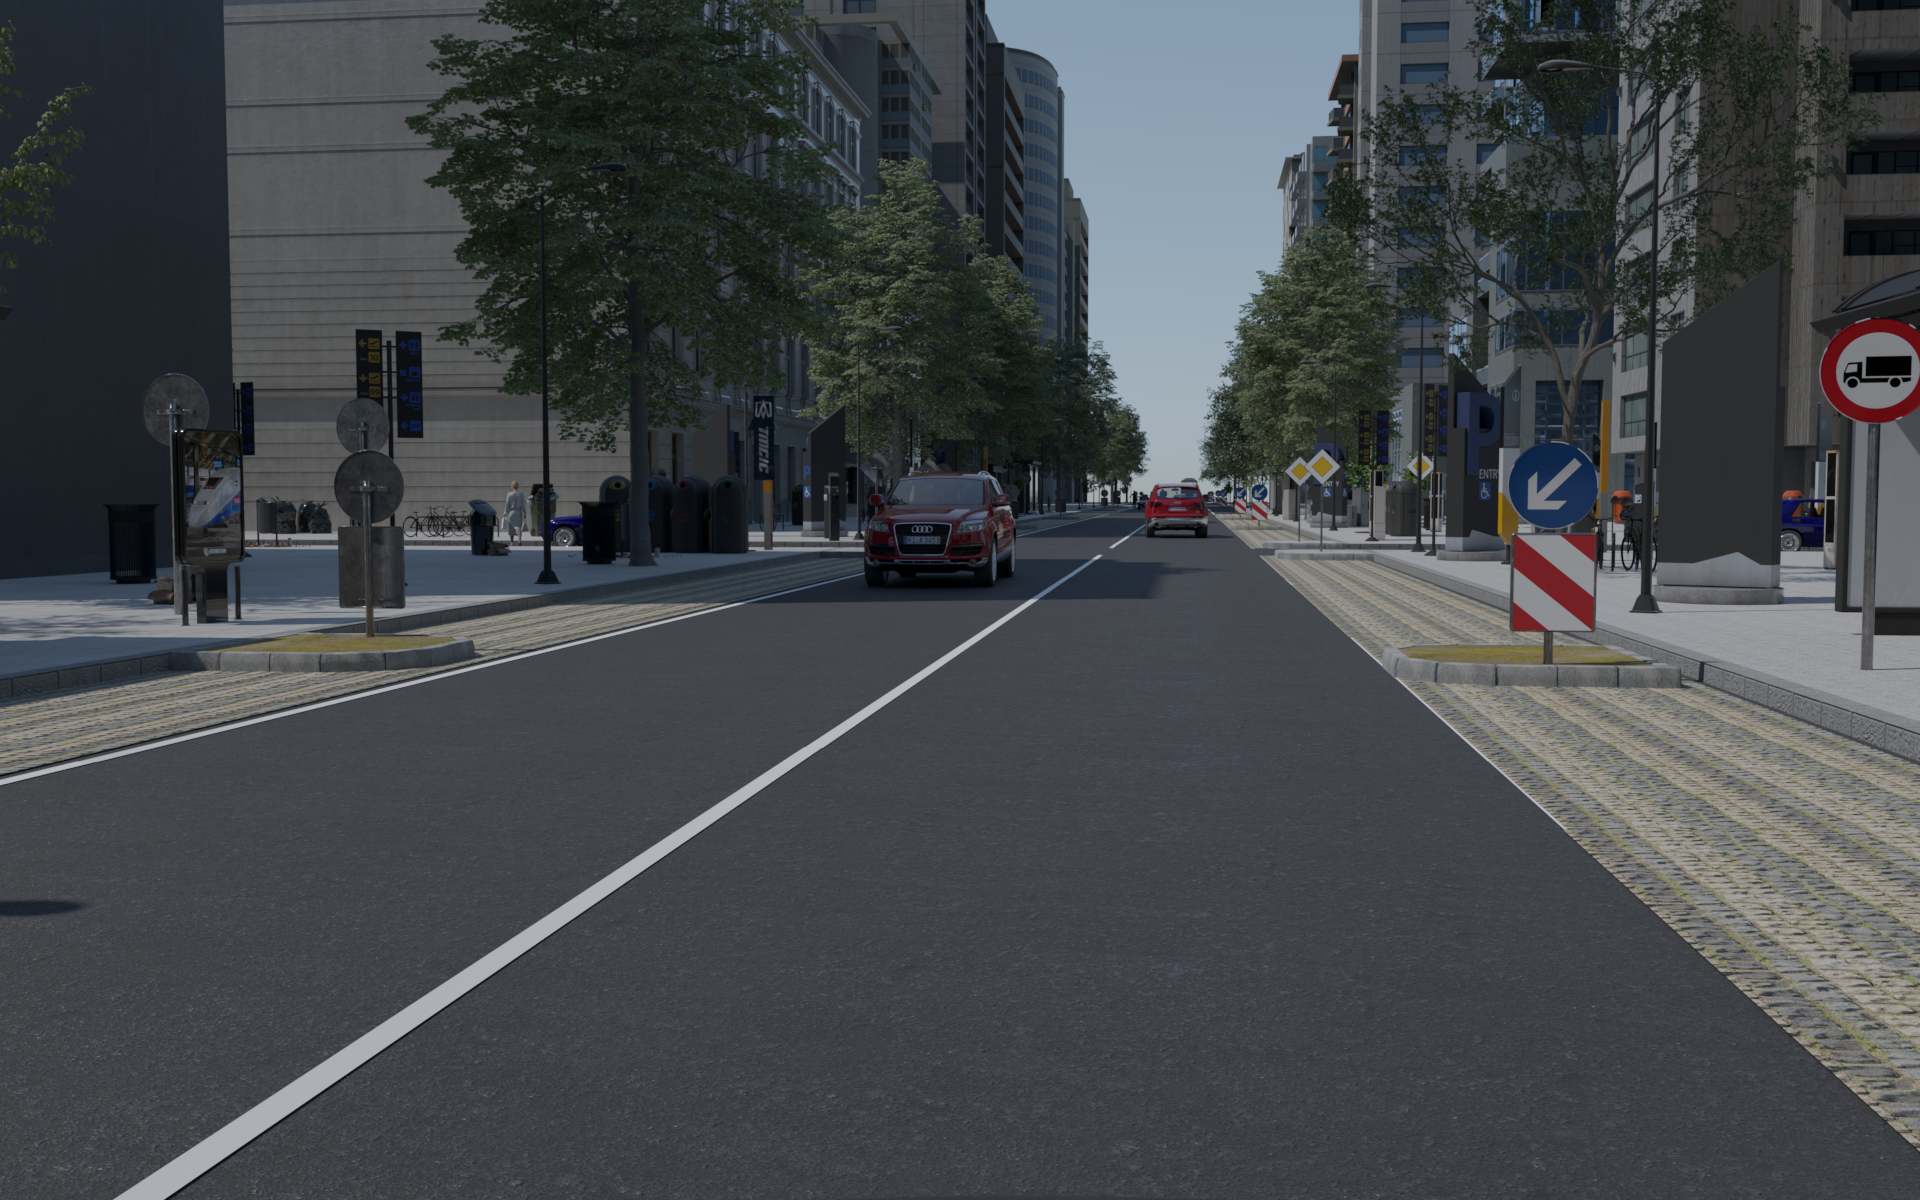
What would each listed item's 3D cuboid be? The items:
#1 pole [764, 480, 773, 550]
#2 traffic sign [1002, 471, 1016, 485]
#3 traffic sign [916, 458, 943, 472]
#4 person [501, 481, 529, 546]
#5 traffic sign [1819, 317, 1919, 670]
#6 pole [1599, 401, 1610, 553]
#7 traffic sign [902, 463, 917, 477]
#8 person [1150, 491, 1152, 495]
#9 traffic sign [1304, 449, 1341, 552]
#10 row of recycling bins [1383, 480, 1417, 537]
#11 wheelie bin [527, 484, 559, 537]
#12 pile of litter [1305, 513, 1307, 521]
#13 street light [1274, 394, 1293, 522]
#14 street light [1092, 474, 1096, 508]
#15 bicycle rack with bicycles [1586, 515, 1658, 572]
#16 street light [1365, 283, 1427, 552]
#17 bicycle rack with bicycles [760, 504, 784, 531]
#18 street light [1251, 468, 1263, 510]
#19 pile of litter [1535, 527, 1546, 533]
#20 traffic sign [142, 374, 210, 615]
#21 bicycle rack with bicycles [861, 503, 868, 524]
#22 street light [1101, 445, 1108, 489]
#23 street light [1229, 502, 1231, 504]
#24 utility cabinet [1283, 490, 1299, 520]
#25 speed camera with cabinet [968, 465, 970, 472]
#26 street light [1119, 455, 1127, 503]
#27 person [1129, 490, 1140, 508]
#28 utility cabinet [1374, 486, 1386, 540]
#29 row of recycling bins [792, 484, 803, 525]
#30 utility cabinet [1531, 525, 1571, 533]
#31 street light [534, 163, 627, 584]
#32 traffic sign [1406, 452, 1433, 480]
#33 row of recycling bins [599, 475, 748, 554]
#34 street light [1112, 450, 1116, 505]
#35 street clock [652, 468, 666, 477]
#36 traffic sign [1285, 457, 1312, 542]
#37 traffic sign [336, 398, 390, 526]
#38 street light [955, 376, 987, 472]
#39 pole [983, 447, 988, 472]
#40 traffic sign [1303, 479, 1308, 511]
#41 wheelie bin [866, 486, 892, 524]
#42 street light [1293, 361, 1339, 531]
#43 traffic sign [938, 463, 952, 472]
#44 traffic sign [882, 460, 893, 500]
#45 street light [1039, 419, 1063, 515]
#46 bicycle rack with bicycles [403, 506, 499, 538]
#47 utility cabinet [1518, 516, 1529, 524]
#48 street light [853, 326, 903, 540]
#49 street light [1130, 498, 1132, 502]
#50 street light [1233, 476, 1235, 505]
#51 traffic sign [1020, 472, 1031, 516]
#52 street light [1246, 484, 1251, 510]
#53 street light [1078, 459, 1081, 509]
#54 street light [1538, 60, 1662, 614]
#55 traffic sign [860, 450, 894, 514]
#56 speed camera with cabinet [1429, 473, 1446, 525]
[{"bbox_3d":[-4.384,-2.796,39.561,0.158,3.312,0.155,0,3,0],"label":"pole"},{"bbox_3d":[2.651,-5.740,93.959,0.768,2.556,0.104,1,4,16],"label":"traffic sign"},{"bbox_3d":[-0.861,-2.697,47.736,0.795,2.450,0.064,0,4,8],"label":"traffic sign"},{"bbox_3d":[-11.600,-2.215,45.076,0.694,1.780,0.624,-1,4,-10],"label":"person"},{"bbox_3d":[6.617,-0.762,12.562,0.768,2.556,0.104,1,4,16],"label":"traffic sign"},{"bbox_3d":[14.090,-2.693,37.877,0.158,3.312,0.155,0,3,0],"label":"pole"},{"bbox_3d":[-2.107,-4.369,71.547,0.768,2.556,0.104,1,4,13],"label":"traffic sign"},{"bbox_3d":[29.873,-16.041,270.398,0.705,1.869,1.348,2,4,24],"label":"person"},{"bbox_3d":[8.036,-2.131,38.477,0.795,2.450,0.064,0,4,8],"label":"traffic sign"},{"bbox_3d":[13.683,-2.847,53.669,1.069,1.692,3.534,0,4,7],"label":"row of recycling bins"},{"bbox_3d":[-12.556,-2.717,52.330,0.980,1.594,0.693,-3,4,-36],"label":"wheelie bin"},{"bbox_3d":[16.970,-4.180,82.315,1.176,0.858,1.719,2,4,33],"label":"pile of litter"},{"bbox_3d":[15.011,-6.571,79.977,1.470,5.913,1.316,0,4,8],"label":"street light"},{"bbox_3d":[10.475,-10.491,144.070,1.470,5.913,1.316,0,4,8],"label":"street light"},{"bbox_3d":[11.758,-0.958,29.041,2.852,0.926,2.925,1,4,22],"label":"bicycle rack with bicycles"},{"bbox_3d":[9.608,-4.017,38.219,1.470,5.913,1.316,0,4,8],"label":"street light"},{"bbox_3d":[-7.355,-2.872,60.346,2.852,0.926,2.925,0,4,6],"label":"bicycle rack with bicycles"},{"bbox_3d":[17.664,-7.769,99.557,1.470,5.913,1.316,0,4,8],"label":"street light"},{"bbox_3d":[15.698,-1.960,46.009,1.176,0.858,1.719,1,4,16],"label":"pile of litter"},{"bbox_3d":[-8.307,-1.115,18.338,0.768,2.556,0.104,0,4,8],"label":"traffic sign"},{"bbox_3d":[-2.902,-3.724,74.273,2.852,0.926,2.925,-1,4,-16],"label":"bicycle rack with bicycles"},{"bbox_3d":[13.191,-11.688,163.641,1.470,5.913,1.316,0,4,8],"label":"street light"},{"bbox_3d":[25.363,-11.251,156.495,1.470,5.913,1.316,0,4,8],"label":"street light"},{"bbox_3d":[16.185,-4.649,84.693,0.318,1.500,1.173,3,4,36],"label":"utility cabinet"},{"bbox_3d":[0.203,-7.585,118.357,0.660,3.252,2.038,-1,4,-20],"label":"speed camera with cabinet"},{"bbox_3d":[18.794,-14.282,206.053,1.470,5.913,1.316,0,4,8],"label":"street light"},{"bbox_3d":[18.062,-10.456,179.425,1.348,1.831,0.705,2,4,32],"label":"person"},{"bbox_3d":[11.714,-2.422,48.277,0.318,1.500,1.173,1,4,13],"label":"utility cabinet"},{"bbox_3d":[-6.065,-3.887,70.671,1.069,1.692,3.534,-1,4,-19],"label":"row of recycling bins"},{"bbox_3d":[16.281,-2.236,47.718,1.020,1.237,0.306,1,4,23],"label":"utility cabinet"},{"bbox_3d":[-5.357,-3.178,24.496,1.470,5.913,1.316,0,4,8],"label":"street light"},{"bbox_3d":[12.561,-2.815,47.216,0.795,2.450,0.064,1,4,12],"label":"traffic sign"},{"bbox_3d":[-6.285,-1.886,37.947,3.534,1.692,1.069,1,4,17],"label":"row of recycling bins"},{"bbox_3d":[15.828,-12.908,183.589,1.470,5.913,1.316,0,4,8],"label":"street light"},{"bbox_3d":[-8.333,-2.655,47.984,0.358,2.002,0.471,-2,4,-33],"label":"street clock"},{"bbox_3d":[9.093,-2.615,46.392,0.795,2.450,0.064,0,4,8],"label":"traffic sign"},{"bbox_3d":[-7.937,-1.401,23.015,0.768,2.556,0.104,1,4,11],"label":"traffic sign"},{"bbox_3d":[0.379,-5.860,68.344,1.470,5.913,1.316,0,4,8],"label":"street light"},{"bbox_3d":[1.101,-4.945,74.687,0.158,3.312,0.155,0,3,0],"label":"pole"},{"bbox_3d":[18.432,-5.642,92.349,0.768,2.556,0.104,1,4,13],"label":"traffic sign"},{"bbox_3d":[-3.401,-3.838,70.665,0.980,1.594,0.693,2,4,24],"label":"wheelie bin"},{"bbox_3d":[12.512,-5.372,60.378,1.470,5.913,1.316,0,4,8],"label":"street light"},{"bbox_3d":[-0.711,-4.402,72.077,0.768,2.556,0.104,1,4,13],"label":"traffic sign"},{"bbox_3d":[-2.722,-3.885,63.633,0.768,2.556,0.104,1,4,10],"label":"traffic sign"},{"bbox_3d":[5.657,-8.263,107.645,1.470,5.913,1.316,0,4,8],"label":"street light"},{"bbox_3d":[-15.267,-2.354,51.870,2.925,0.926,2.852,-3,5,-41],"label":"bicycle rack with bicycles"},{"bbox_3d":[23.697,-3.922,72.797,1.173,1.500,0.318,-1,4,-22],"label":"utility cabinet"},{"bbox_3d":[-2.282,-4.627,48.186,1.470,5.913,1.316,0,4,8],"label":"street light"},{"bbox_3d":[21.415,-15.480,225.636,1.470,5.913,1.316,0,4,8],"label":"street light"},{"bbox_3d":[22.520,-10.043,136.750,1.470,5.913,1.316,0,4,8],"label":"street light"},{"bbox_3d":[3.713,-6.078,99.483,0.768,2.556,0.104,1,4,12],"label":"traffic sign"},{"bbox_3d":[20.385,-9.004,119.760,1.470,5.913,1.316,0,4,8],"label":"street light"},{"bbox_3d":[7.862,-9.271,124.126,1.470,5.913,1.316,0,4,8],"label":"street light"},{"bbox_3d":[6.888,-2.820,18.649,1.470,5.913,1.316,0,4,8],"label":"street light"},{"bbox_3d":[-1.917,-2.213,39.821,0.795,2.450,0.064,0,4,8],"label":"traffic sign"},{"bbox_3d":[20.045,-4.782,72.527,0.660,3.252,2.038,1,4,20],"label":"speed camera with cabinet"}]
